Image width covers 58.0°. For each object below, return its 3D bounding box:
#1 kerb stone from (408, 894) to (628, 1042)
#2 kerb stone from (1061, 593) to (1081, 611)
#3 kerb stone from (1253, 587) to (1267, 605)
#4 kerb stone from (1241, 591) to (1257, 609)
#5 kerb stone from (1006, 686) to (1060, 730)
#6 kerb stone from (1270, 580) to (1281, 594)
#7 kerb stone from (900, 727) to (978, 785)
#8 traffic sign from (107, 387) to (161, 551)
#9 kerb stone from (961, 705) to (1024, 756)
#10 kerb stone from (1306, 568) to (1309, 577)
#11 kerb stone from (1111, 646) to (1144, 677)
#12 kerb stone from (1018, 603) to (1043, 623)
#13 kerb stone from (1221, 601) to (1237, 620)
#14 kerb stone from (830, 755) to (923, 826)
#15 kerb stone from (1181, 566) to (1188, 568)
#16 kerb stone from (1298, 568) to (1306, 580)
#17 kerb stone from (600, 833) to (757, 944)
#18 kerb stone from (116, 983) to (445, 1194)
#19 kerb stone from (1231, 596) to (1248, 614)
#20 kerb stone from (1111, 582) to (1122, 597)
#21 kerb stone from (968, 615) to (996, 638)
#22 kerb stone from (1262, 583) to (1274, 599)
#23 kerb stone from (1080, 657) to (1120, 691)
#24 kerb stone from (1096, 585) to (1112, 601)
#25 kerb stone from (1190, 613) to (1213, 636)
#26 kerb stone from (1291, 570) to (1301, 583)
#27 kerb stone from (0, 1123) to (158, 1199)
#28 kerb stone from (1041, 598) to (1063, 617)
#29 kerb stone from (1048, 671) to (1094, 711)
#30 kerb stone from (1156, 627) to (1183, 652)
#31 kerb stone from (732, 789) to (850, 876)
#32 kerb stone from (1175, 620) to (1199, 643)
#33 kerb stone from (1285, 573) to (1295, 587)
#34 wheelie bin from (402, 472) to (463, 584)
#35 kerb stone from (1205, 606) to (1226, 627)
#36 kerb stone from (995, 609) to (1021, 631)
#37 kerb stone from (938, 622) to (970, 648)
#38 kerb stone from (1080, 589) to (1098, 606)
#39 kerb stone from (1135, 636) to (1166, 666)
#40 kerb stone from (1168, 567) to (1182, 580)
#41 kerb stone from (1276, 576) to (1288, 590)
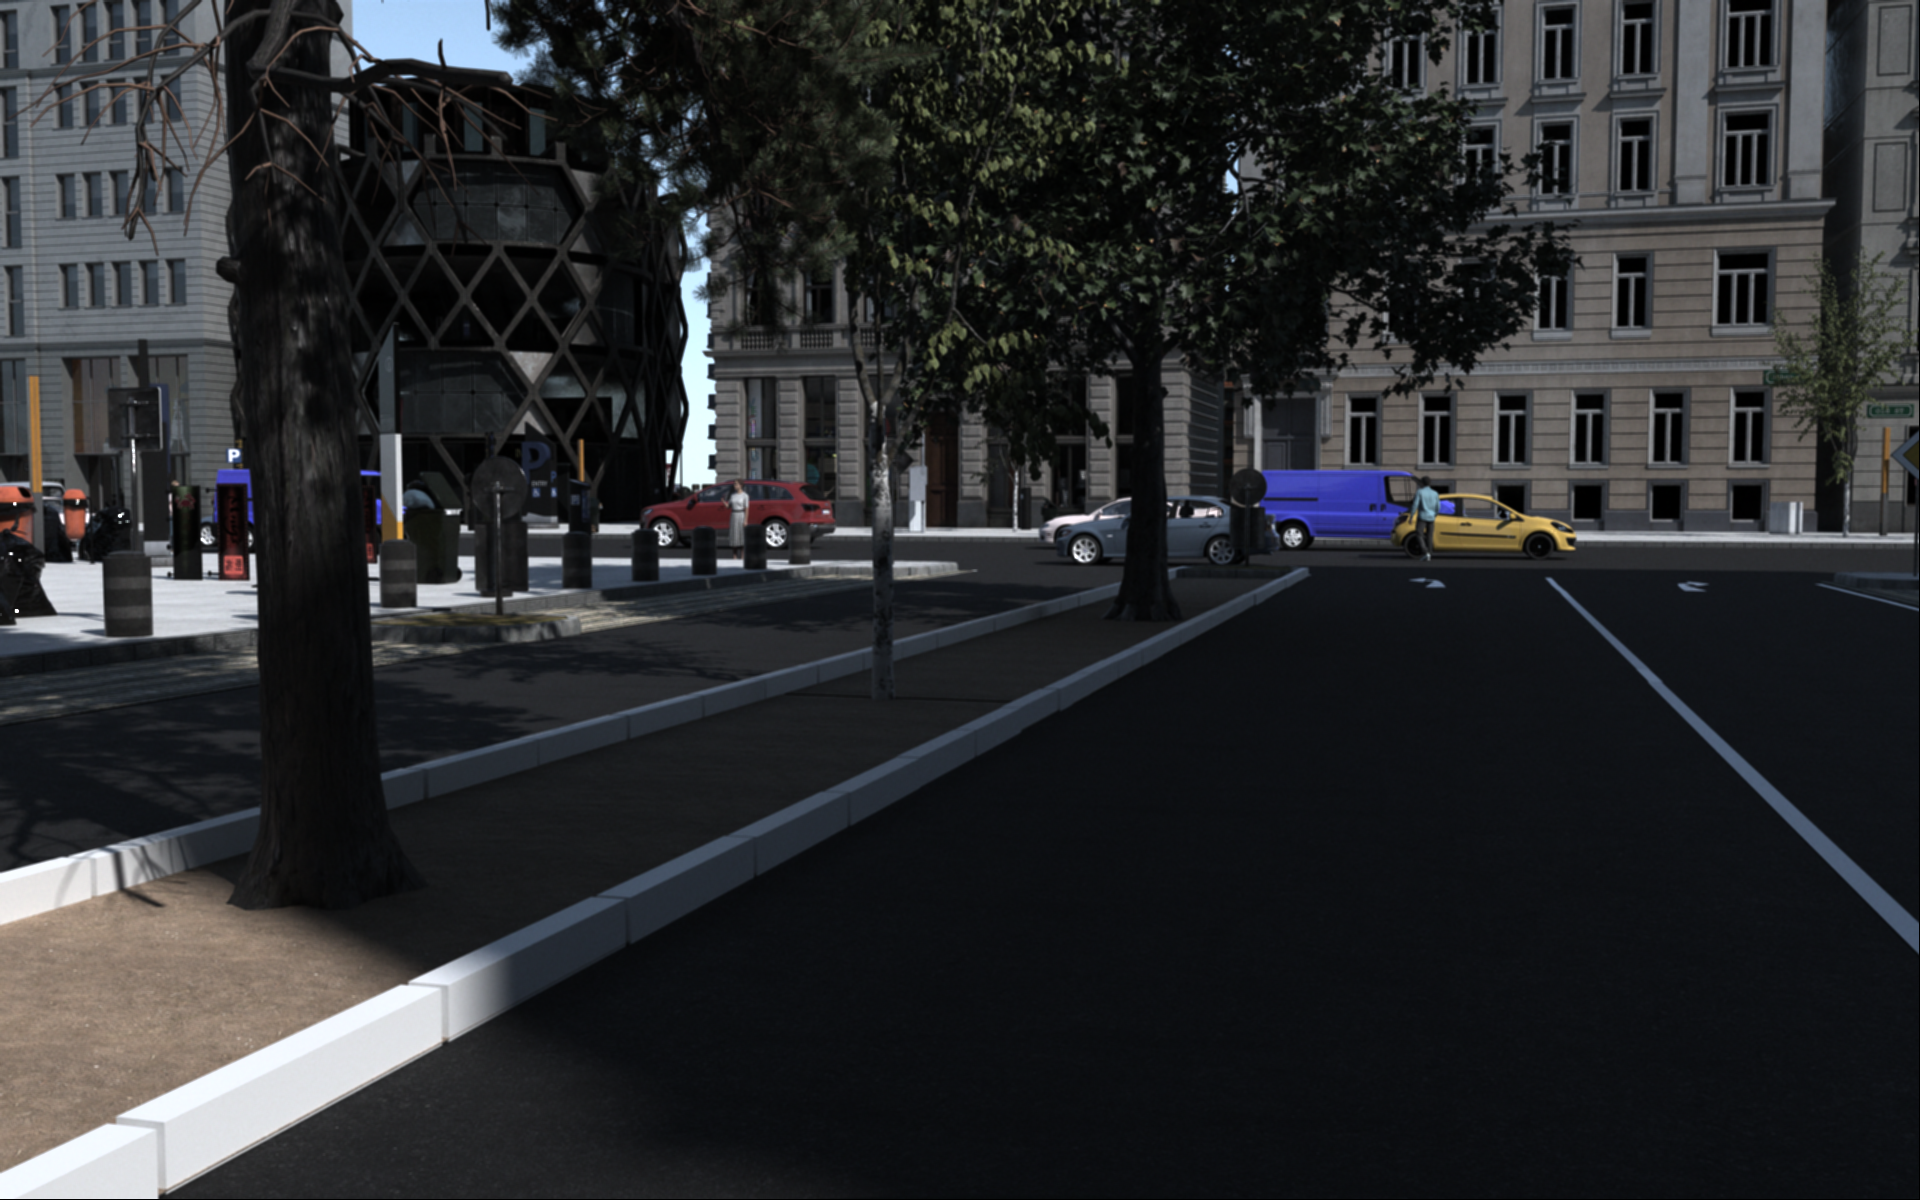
[{"bbox_3d":[-1.255,1.050,5.022,0.120,0.150,1.000,1,4,16],"label":"kerb stone"},{"bbox_3d":[1.302,0.047,21.432,0.120,0.150,1.000,1,4,16],"label":"kerb stone"},{"bbox_3d":[3.886,-0.035,22.771,0.120,0.150,1.000,1,4,16],"label":"kerb stone"},{"bbox_3d":[3.585,0.025,21.792,0.120,0.150,1.000,1,4,16],"label":"kerb stone"},{"bbox_3d":[0.445,0.692,10.930,0.120,0.150,1.000,1,4,16],"label":"kerb stone"},{"bbox_3d":[4.446,-0.153,24.753,0.120,0.150,1.000,1,4,16],"label":"kerb stone"},{"bbox_3d":[-0.114,0.813,8.958,0.120,0.150,1.000,1,4,16],"label":"kerb stone"},{"bbox_3d":[-7.945,-0.890,16.680,0.606,2.300,0.079,1,4,17],"label":"traffic sign"},{"bbox_3d":[0.171,0.752,9.942,0.120,0.150,1.000,1,4,16],"label":"kerb stone"},{"bbox_3d":[5.874,-0.459,29.693,0.120,0.150,1.000,1,4,16],"label":"kerb stone"},{"bbox_3d":[1.313,0.511,13.903,0.120,0.150,1.000,1,4,16],"label":"kerb stone"},{"bbox_3d":[0.725,0.168,19.453,0.120,0.150,1.000,1,4,16],"label":"kerb stone"},{"bbox_3d":[3.023,0.149,19.822,0.120,0.150,1.000,1,4,16],"label":"kerb stone"},{"bbox_3d":[-0.391,0.874,7.972,0.120,0.150,1.000,1,4,16],"label":"kerb stone"},{"bbox_3d":[3.873,-0.496,30.304,0.120,0.150,1.000,1,4,16],"label":"kerb stone"},{"bbox_3d":[5.587,-0.398,28.706,0.120,0.150,1.000,1,4,16],"label":"kerb stone"},{"bbox_3d":[-0.966,0.990,6.005,0.120,0.150,1.000,1,4,16],"label":"kerb stone"},{"bbox_3d":[-1.543,1.111,4.036,0.120,0.150,1.000,1,4,16],"label":"kerb stone"},{"bbox_3d":[3.309,0.088,20.805,0.120,0.150,1.000,1,4,16],"label":"kerb stone"},{"bbox_3d":[2.153,-0.134,24.386,0.120,0.150,1.000,1,4,16],"label":"kerb stone"},{"bbox_3d":[0.155,0.289,17.475,0.120,0.150,1.000,1,4,16],"label":"kerb stone"},{"bbox_3d":[4.163,-0.091,23.758,0.120,0.150,1.000,1,4,16],"label":"kerb stone"},{"bbox_3d":[1.023,0.568,12.907,0.120,0.150,1.000,1,4,16],"label":"kerb stone"},{"bbox_3d":[1.870,-0.074,23.401,0.120,0.150,1.000,1,4,16],"label":"kerb stone"},{"bbox_3d":[2.454,0.266,17.852,0.120,0.150,1.000,1,4,16],"label":"kerb stone"},{"bbox_3d":[5.305,-0.338,27.719,0.120,0.150,1.000,1,4,16],"label":"kerb stone"},{"bbox_3d":[-1.820,1.173,3.041,0.120,0.150,1.000,1,4,16],"label":"kerb stone"},{"bbox_3d":[1.015,0.108,20.438,0.120,0.150,1.000,1,4,16],"label":"kerb stone"},{"bbox_3d":[0.744,0.629,11.922,0.120,0.150,1.000,1,4,16],"label":"kerb stone"},{"bbox_3d":[1.881,0.388,15.875,0.120,0.150,1.000,1,4,16],"label":"kerb stone"},{"bbox_3d":[-0.679,0.932,6.989,0.120,0.150,1.000,1,4,16],"label":"kerb stone"},{"bbox_3d":[2.170,0.326,16.867,0.120,0.150,1.000,1,4,16],"label":"kerb stone"},{"bbox_3d":[5.020,-0.273,26.727,0.120,0.150,1.000,1,4,16],"label":"kerb stone"},{"bbox_3d":[-7.585,-1.036,24.846,0.693,1.594,0.980,1,4,9],"label":"wheelie bin"},{"bbox_3d":[2.740,0.205,18.837,0.120,0.150,1.000,1,4,16],"label":"kerb stone"},{"bbox_3d":[0.447,0.228,18.462,0.120,0.150,1.000,1,4,16],"label":"kerb stone"},{"bbox_3d":[-0.123,0.349,16.489,0.120,0.150,1.000,1,4,16],"label":"kerb stone"},{"bbox_3d":[1.594,-0.013,22.414,0.120,0.150,1.000,1,4,16],"label":"kerb stone"},{"bbox_3d":[1.603,0.447,14.887,0.120,0.150,1.000,1,4,16],"label":"kerb stone"},{"bbox_3d":[3.578,-0.434,29.315,0.120,0.150,1.000,1,4,16],"label":"kerb stone"},{"bbox_3d":[4.728,-0.217,25.745,0.120,0.150,1.000,1,4,16],"label":"kerb stone"}]
